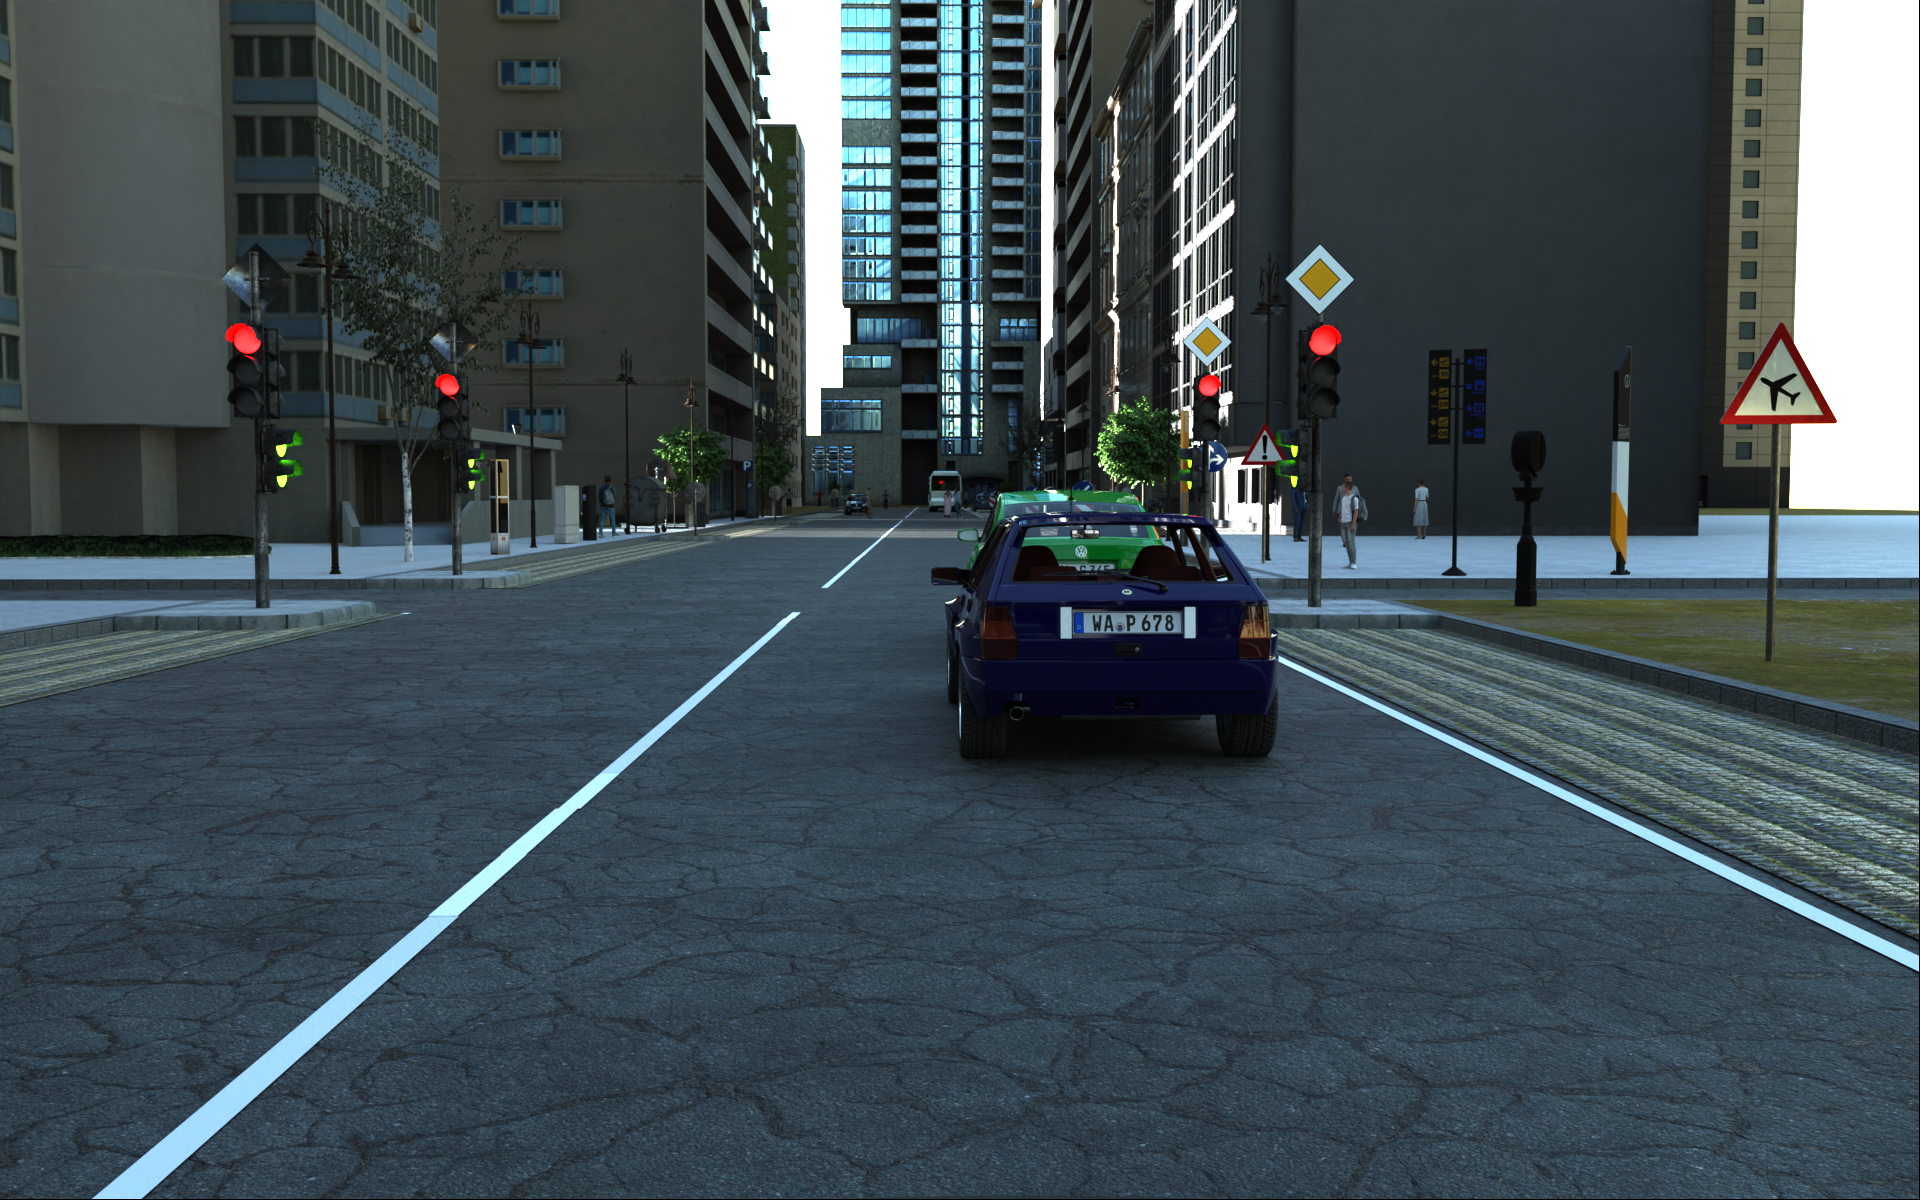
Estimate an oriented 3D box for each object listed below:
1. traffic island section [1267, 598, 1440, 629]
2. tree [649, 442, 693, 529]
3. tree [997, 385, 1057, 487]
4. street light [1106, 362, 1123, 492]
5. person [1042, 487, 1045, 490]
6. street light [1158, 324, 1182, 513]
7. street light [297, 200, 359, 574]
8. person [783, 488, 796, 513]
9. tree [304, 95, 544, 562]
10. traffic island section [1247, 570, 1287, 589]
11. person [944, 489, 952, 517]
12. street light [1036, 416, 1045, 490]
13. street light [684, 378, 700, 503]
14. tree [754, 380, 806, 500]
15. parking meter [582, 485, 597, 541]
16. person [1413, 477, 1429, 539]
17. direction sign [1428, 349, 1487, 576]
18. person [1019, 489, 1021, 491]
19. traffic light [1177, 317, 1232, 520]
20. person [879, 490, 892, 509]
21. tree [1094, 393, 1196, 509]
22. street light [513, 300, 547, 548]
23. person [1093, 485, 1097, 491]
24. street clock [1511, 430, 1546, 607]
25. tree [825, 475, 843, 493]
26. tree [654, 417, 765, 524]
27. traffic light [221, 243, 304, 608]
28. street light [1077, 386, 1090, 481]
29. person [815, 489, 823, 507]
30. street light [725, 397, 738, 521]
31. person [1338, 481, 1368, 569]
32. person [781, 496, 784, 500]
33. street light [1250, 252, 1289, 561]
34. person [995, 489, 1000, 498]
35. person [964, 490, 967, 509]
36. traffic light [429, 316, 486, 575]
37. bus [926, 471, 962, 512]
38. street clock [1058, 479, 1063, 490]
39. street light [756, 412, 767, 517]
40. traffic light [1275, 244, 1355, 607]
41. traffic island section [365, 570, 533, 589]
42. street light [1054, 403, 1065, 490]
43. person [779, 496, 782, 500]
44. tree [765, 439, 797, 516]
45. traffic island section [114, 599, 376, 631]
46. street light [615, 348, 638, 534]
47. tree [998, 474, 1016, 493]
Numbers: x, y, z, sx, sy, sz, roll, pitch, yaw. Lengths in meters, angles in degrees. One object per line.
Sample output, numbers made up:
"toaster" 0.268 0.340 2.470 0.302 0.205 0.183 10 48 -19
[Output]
"traffic island section" 4.058 0.157 19.718 2.009 0.180 2.903 0 4 -1
"tree" -10.786 -4.281 64.595 1.663 3.219 1.824 0 3 0
"tree" 4.669 -10.123 115.869 4.360 8.622 3.978 0 3 0
"street light" 5.381 -5.373 60.635 0.468 5.910 1.993 0 4 -1
"person" 6.396 -7.757 132.856 1.348 1.826 0.705 3 5 44
"street light" 5.682 -4.543 47.062 0.468 5.910 1.993 0 4 -1
"street light" -10.019 -3.352 27.600 0.468 5.910 1.993 0 4 -1
"person" -11.716 -6.822 118.363 1.217 1.735 0.721 1 4 23
"tree" -10.258 -5.017 32.391 4.360 8.622 3.978 0 3 0
"traffic island section" 3.934 -0.332 27.702 2.009 0.180 2.903 0 4 -1
"person" -0.743 -6.024 107.653 0.551 1.740 0.621 -1 4 -11
"street light" 4.741 -7.925 102.357 0.468 5.910 1.993 0 4 -1
"street light" -10.686 -5.897 69.210 0.468 5.910 1.993 0 4 -1
"tree" -11.777 -9.742 109.648 4.360 8.622 3.978 0 3 0
"parking meter" -10.233 -2.411 47.829 0.372 1.533 0.369 0 3 0
"person" 13.074 -2.607 49.240 0.480 1.755 0.524 -2 4 -23
"direction sign" 7.792 -2.153 27.203 0.876 3.537 0.379 1 4 20
"person" 5.436 -9.163 156.418 0.990 1.755 0.434 1 4 14
"traffic light" 3.894 -2.365 27.587 0.839 4.253 0.868 0 4 -1
"person" -7.067 -9.570 164.955 1.348 1.826 0.705 0 4 6
"tree" 5.972 -4.441 56.319 4.285 4.588 4.351 0 3 0
"street light" -10.218 -4.191 41.319 0.468 5.910 1.993 0 4 -1
"person" 6.984 -5.046 89.219 0.731 1.740 0.598 2 4 26
"street clock" 6.489 -0.932 19.809 0.358 2.002 0.471 3 5 40
"tree" -12.396 -10.825 171.587 1.663 3.219 1.824 0 3 0
"tree" -11.411 -5.498 73.613 4.285 4.588 4.351 0 3 0
"traffic light" -7.842 -1.864 19.404 0.839 4.253 0.868 0 4 -1
"street light" 5.263 -6.203 74.210 0.468 5.910 1.993 0 4 -1
"person" -14.467 -10.519 177.959 0.705 1.831 1.348 -3 5 -40
"street light" -10.916 -6.738 82.949 0.468 5.910 1.993 0 4 -1
"person" 6.716 -1.292 29.759 0.503 1.515 0.523 3 5 39
"person" -11.991 -6.709 116.252 0.721 1.766 1.217 -1 4 -16
"street light" 5.922 -3.700 33.284 0.468 5.910 1.993 0 4 -1
"person" 3.735 -10.236 173.499 1.348 1.812 0.705 -1 4 -23
"person" 0.539 -9.992 171.848 0.705 1.826 1.348 0 4 -4
"traffic light" -7.966 -2.353 27.388 0.839 4.253 0.868 0 4 -1
"bus" -1.335 -9.147 144.408 2.948 3.499 13.247 0 4 -2
"street clock" 4.806 -4.800 83.050 0.358 2.002 0.471 0 4 4
"street light" -11.109 -7.607 97.164 0.468 5.910 1.993 0 4 -1
"traffic light" 4.018 -1.877 19.603 0.839 4.253 0.868 0 4 -1
"traffic island section" -8.006 -0.321 27.522 2.009 0.180 2.903 0 4 -1
"street light" 5.032 -7.033 87.784 0.468 5.910 1.993 0 4 -1
"person" -11.765 -6.364 111.563 0.593 1.643 0.415 -2 4 -35
"tree" -11.328 -7.223 101.807 4.285 4.588 4.351 0 3 0
"traffic island section" -7.882 0.168 19.538 2.009 0.180 2.903 0 4 -1
"street light" -10.548 -5.022 54.891 0.468 5.910 1.993 0 4 -1
"tree" 4.404 -10.388 164.437 1.663 3.219 1.824 0 3 0
